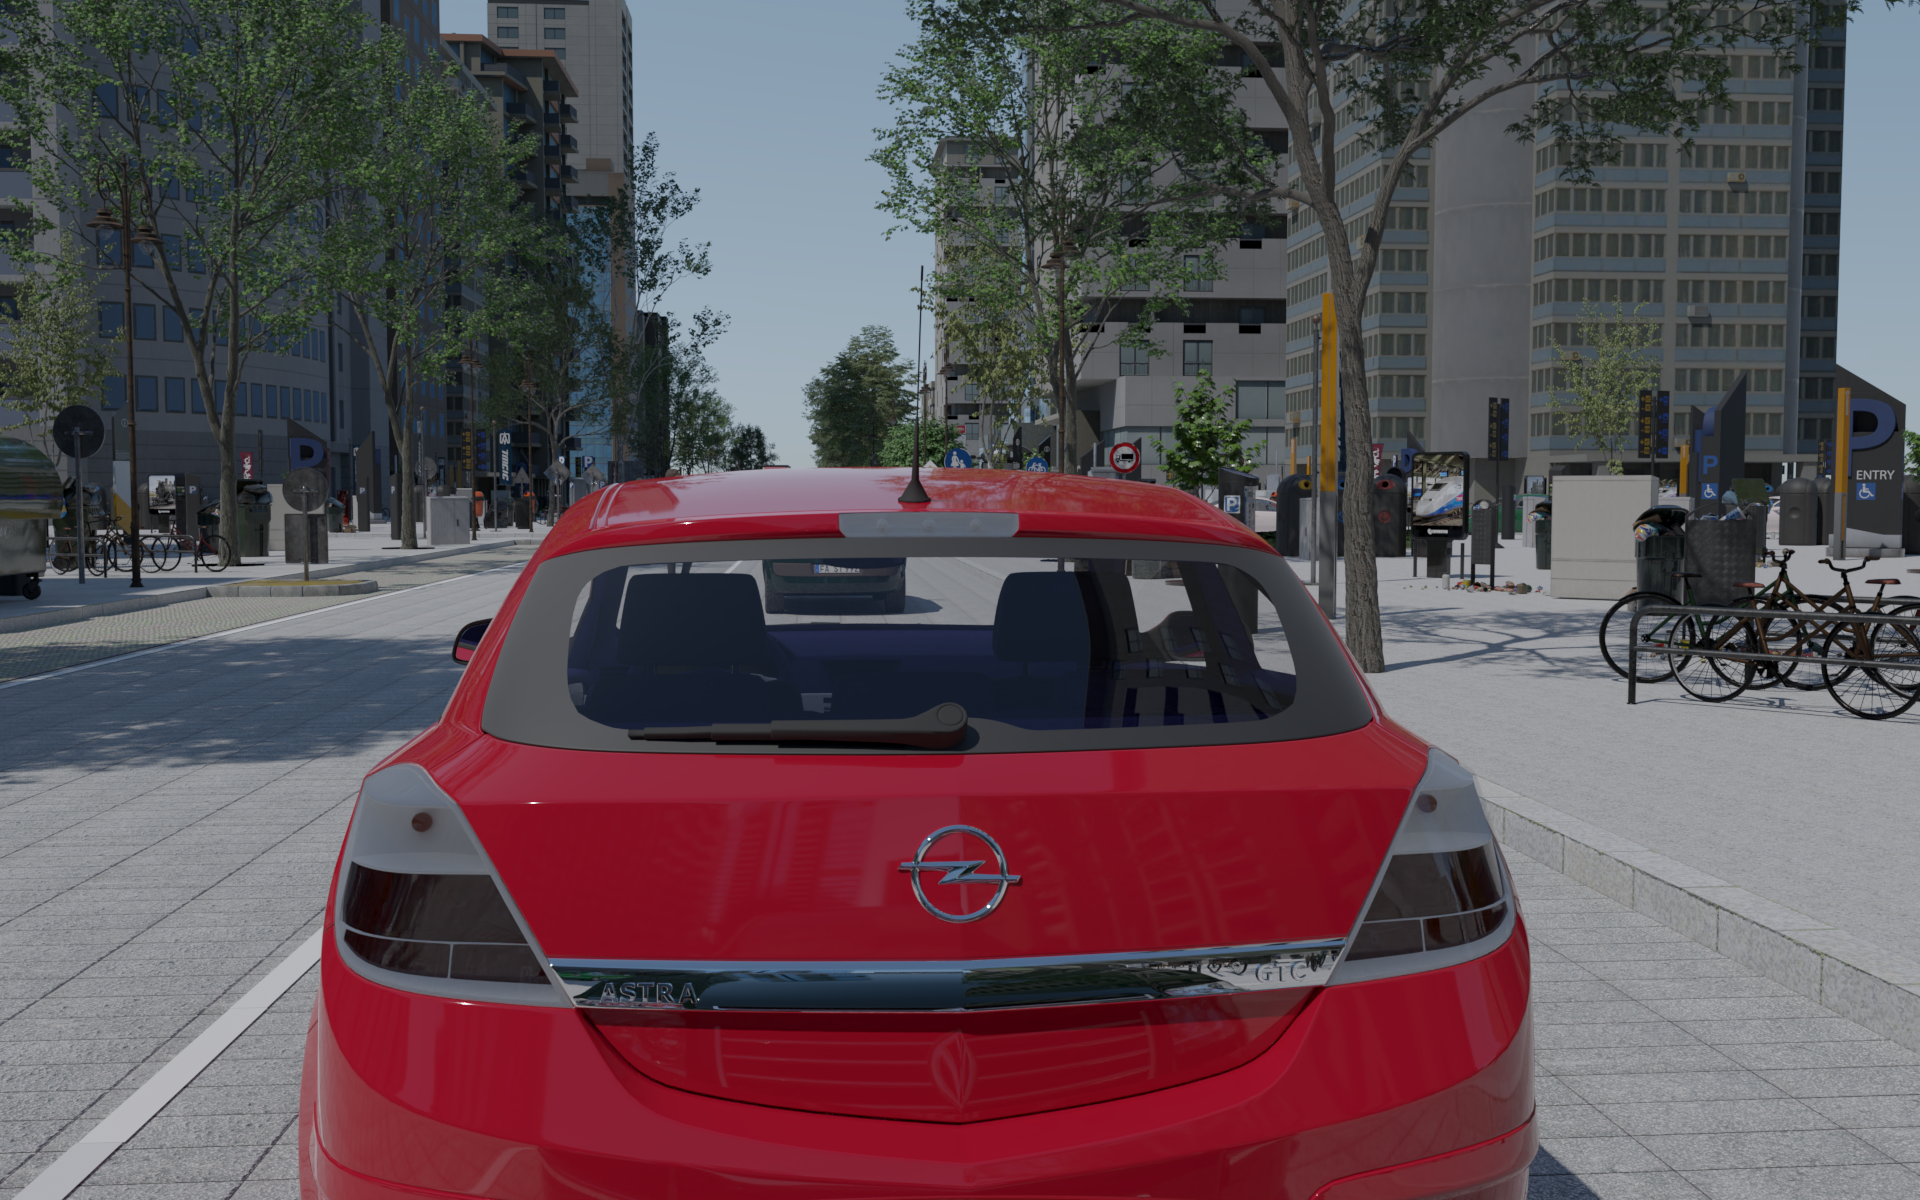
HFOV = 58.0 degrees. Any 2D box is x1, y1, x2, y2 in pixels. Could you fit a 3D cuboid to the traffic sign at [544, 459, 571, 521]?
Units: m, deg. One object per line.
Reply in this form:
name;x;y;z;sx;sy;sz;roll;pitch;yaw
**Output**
traffic sign;-11.580;-2.828;49.880;0.795;2.450;0.064;0;4;-5

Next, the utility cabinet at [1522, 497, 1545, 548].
utility cabinet;13.832;-1.871;41.747;0.306;1.237;1.020;0;4;5

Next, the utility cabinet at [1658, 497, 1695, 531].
utility cabinet;15.148;-1.586;37.086;1.020;1.237;0.306;3;5;41

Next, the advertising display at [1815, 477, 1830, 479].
advertising display;33.095;-3.750;66.526;0.123;1.923;0.974;0;4;1

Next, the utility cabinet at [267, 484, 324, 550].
utility cabinet;-15.038;-1.870;39.253;1.173;1.500;0.318;-1;4;-15

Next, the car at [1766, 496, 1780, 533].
car;27.529;-2.810;58.310;4.827;1.381;2.083;0;4;-7

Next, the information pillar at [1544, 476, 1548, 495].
information pillar;24.280;-4.142;72.216;0.304;2.012;0.304;0;4;-7

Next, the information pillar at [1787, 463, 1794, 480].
information pillar;45.503;-6.337;94.964;0.504;3.616;0.183;-2;4;-30

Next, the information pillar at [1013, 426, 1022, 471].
information pillar;1.984;-4.182;59.735;0.183;3.616;0.504;-2;4;-29

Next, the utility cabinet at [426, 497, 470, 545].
utility cabinet;-12.971;-2.003;43.916;1.020;1.237;0.306;-3;4;-37

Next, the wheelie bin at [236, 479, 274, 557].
wheelie bin;-14.482;-1.682;35.414;0.693;1.594;0.980;2;4;33

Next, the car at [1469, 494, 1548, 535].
car;18.400;-2.776;57.193;4.920;1.459;2.131;0;4;-5

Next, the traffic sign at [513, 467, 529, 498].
traffic sign;-21.017;-5.083;83.119;0.884;2.594;0.081;0;4;0

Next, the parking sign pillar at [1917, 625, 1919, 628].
parking sign pillar;9.847;-1.697;16.223;1.447;3.967;1.447;-3;5;-45

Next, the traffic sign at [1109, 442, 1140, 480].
traffic sign;4.032;-2.596;42.549;0.768;2.556;0.104;0;4;-1

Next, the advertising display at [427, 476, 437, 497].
advertising display;-18.693;-3.424;61.195;0.123;1.923;0.974;0;4;3

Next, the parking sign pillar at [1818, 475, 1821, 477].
parking sign pillar;60.254;-8.168;122.013;1.447;3.967;1.447;2;4;30

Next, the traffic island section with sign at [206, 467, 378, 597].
traffic island section with sign;-9.504;-0.994;24.878;1.989;1.847;2.006;0;4;-5

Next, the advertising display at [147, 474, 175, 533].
advertising display;-25.925;-3.130;56.397;0.974;1.923;0.123;0;4;0

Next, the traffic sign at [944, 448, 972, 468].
traffic sign;-0.054;-2.929;47.994;0.768;2.556;0.104;0;4;-4

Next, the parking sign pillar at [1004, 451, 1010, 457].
parking sign pillar;2.430;-7.218;106.480;1.447;3.967;1.447;0;4;-6

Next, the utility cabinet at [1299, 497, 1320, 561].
utility cabinet;6.855;-1.386;33.816;0.306;1.237;1.020;0;4;0

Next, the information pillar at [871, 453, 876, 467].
information pillar;-4.854;-6.488;97.425;0.183;3.616;0.504;2;4;31

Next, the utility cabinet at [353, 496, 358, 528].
utility cabinet;-22.503;-3.293;64.999;0.306;1.237;1.020;-2;4;-33

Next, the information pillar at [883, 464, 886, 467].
information pillar;-5.357;-8.095;123.709;0.183;3.616;0.504;-3;5;-41

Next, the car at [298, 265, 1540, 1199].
car;-0.215;0.296;4.196;2.155;1.783;4.494;0;4;-6

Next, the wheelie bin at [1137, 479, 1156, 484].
wheelie bin;3.836;-1.682;35.403;0.693;1.594;0.980;3;4;39

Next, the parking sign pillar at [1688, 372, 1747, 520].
parking sign pillar;16.768;-3.033;38.068;1.447;3.967;1.447;-3;5;-43

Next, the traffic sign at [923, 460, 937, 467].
traffic sign;-0.872;-2.882;50.761;0.795;2.450;0.064;0;4;-5

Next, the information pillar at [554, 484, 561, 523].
information pillar;-17.522;-4.327;75.230;0.304;2.012;0.304;0;4;6

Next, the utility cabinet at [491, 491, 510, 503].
utility cabinet;-29.753;-6.331;112.189;1.173;1.500;0.318;-1;4;-12

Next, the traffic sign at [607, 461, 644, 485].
traffic sign;-20.538;-6.883;106.413;2.265;3.308;0.079;0;4;5

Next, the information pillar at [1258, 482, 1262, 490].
information pillar;18.677;-6.365;108.558;0.304;2.012;0.304;-2;4;-30

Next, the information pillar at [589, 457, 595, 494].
information pillar;-23.173;-7.205;109.161;0.504;3.616;0.183;2;4;28

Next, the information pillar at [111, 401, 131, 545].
information pillar;-21.031;-3.189;43.492;0.183;3.616;0.504;1;4;22

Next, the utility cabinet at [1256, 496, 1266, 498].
utility cabinet;11.728;-3.485;68.136;0.306;1.237;1.020;-1;4;-9

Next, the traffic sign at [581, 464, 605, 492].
traffic sign;-12.253;-3.315;57.837;0.795;2.450;0.064;0;4;-5

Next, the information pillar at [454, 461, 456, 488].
information pillar;-36.202;-8.126;124.219;0.183;3.616;0.504;-1;4;-13

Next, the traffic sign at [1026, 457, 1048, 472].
traffic sign;2.634;-3.626;59.384;0.768;2.556;0.104;0;3;0

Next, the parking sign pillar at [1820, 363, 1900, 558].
parking sign pillar;18.528;-2.867;35.351;1.447;3.967;1.447;2;4;33

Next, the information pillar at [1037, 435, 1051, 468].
information pillar;3.375;-4.744;68.924;0.504;3.616;0.183;-1;4;-13

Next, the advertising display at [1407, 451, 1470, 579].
advertising display;7.308;-1.296;26.399;0.123;1.923;0.974;-3;5;-39

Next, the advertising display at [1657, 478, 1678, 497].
advertising display;28.332;-3.942;69.662;0.974;1.923;0.123;0;4;4

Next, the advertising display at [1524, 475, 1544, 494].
advertising display;19.916;-3.358;60.116;0.974;1.923;0.123;-2;4;-35

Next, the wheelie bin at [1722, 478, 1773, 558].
wheelie bin;15.876;-1.659;35.025;0.980;1.594;0.693;0;4;-1

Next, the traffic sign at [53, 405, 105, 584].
traffic sign;-12.570;-1.505;24.719;0.768;2.556;0.104;0;4;3

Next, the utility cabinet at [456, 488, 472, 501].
utility cabinet;-19.526;-3.604;67.610;1.173;1.500;0.318;-2;4;-31

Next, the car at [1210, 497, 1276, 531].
car;9.457;-2.617;55.152;4.827;1.381;2.083;0;4;-4

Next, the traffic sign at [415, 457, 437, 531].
traffic sign;-18.344;-3.630;59.451;0.768;2.556;0.104;0;4;4

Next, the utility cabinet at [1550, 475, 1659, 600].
utility cabinet;7.791;-0.750;20.944;1.173;1.500;0.318;3;4;39

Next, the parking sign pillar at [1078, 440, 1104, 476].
parking sign pillar;6.510;-5.965;86.005;1.447;3.967;1.447;-2;4;-24

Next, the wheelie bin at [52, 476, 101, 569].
wheelie bin;-15.282;-1.349;29.963;0.693;1.594;0.980;-1;4;-11
